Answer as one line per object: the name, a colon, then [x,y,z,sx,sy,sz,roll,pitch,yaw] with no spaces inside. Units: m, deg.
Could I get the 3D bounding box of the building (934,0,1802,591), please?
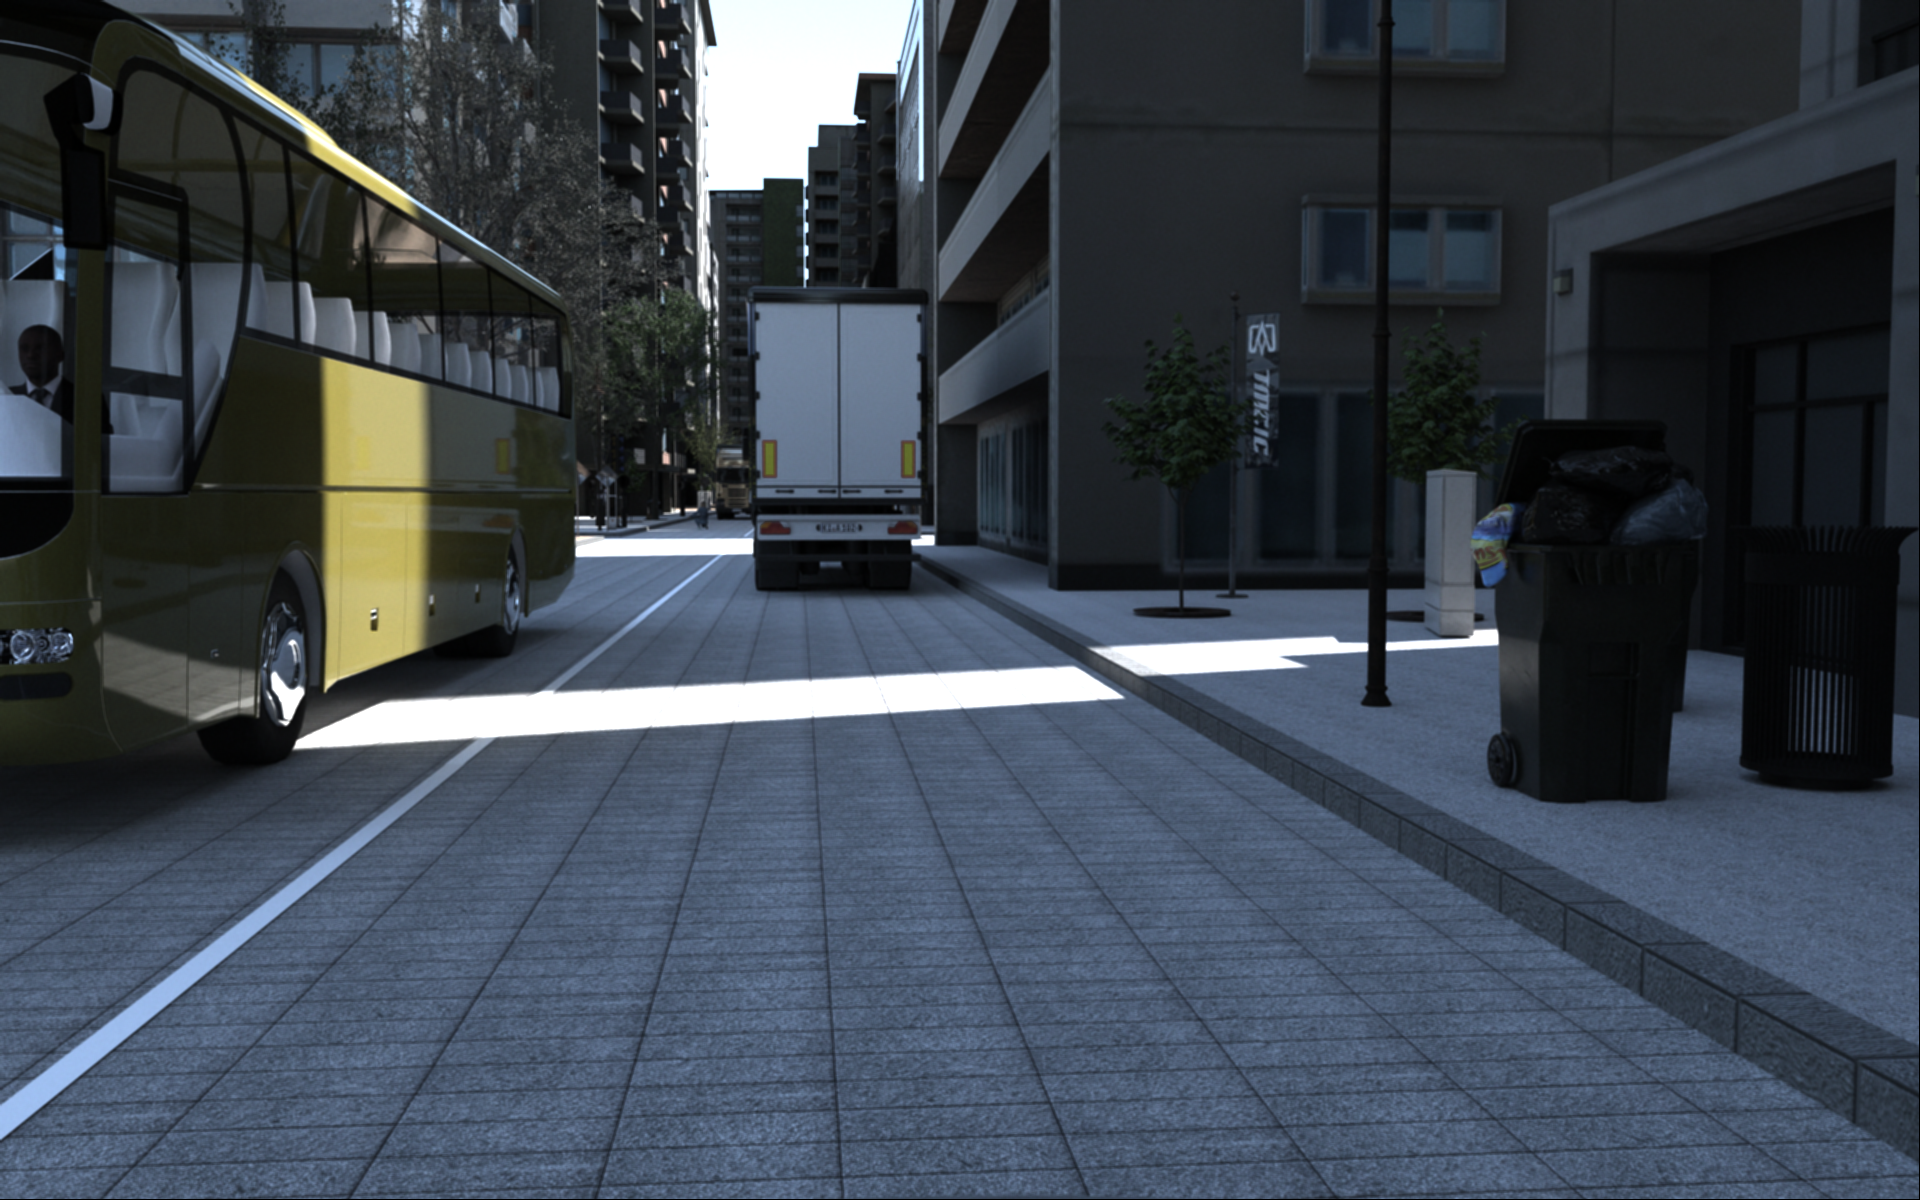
building: [10.925,-25.025,32.861,21.300,48.544,21.600,0,4,-5]

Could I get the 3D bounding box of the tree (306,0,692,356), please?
tree: [-11.683,-8.009,41.312,12.009,13.543,11.850,0,3,0]

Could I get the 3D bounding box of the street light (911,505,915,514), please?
street light: [-1.386,-4.791,51.120,0.468,5.910,1.993,0,4,-5]

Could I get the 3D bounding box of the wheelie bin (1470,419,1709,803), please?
wheelie bin: [2.707,0.032,7.388,0.980,1.594,0.693,0,4,-4]

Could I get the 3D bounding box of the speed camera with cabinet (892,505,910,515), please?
speed camera with cabinet: [-2.782,-5.359,81.953,0.660,3.252,2.038,-1,4,-14]

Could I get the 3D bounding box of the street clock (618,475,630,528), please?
street clock: [-12.871,-3.779,66.362,0.471,2.002,0.358,0,4,-8]

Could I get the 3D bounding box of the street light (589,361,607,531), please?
street light: [-12.594,-5.359,60.399,0.468,5.910,1.993,0,4,-5]

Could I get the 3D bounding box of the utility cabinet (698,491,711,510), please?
utility cabinet: [-19.819,-7.671,134.100,1.173,1.500,0.318,3,5,39]

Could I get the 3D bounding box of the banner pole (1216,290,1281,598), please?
banner pole: [3.553,-1.909,21.224,0.863,3.779,0.401,3,5,40]

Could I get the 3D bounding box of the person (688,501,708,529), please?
person: [-10.617,-3.459,70.558,1.012,1.151,0.738,-2,4,-29]

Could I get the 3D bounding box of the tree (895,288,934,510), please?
tree: [-2.273,-6.868,62.649,4.360,8.622,3.978,0,3,0]

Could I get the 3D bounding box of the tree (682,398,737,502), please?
tree: [-19.251,-11.014,130.441,4.737,8.622,4.395,0,3,0]

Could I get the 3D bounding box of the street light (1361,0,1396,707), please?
street light: [2.529,-2.297,10.345,0.468,5.910,1.993,0,4,-5]

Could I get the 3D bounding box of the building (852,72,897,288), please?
building: [0.091,-32.136,180.055,22.147,44.769,28.867,0,4,-5]

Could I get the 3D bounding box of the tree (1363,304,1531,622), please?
tree: [4.980,-1.412,17.694,1.663,3.219,1.824,0,3,0]

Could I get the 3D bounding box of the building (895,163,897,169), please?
building: [3.501,-19.593,107.729,14.401,28.519,23.554,0,4,-5]

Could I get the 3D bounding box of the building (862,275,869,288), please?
building: [5.016,-18.788,152.228,27.650,21.520,28.899,0,4,-5]

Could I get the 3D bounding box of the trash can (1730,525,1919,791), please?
trash can: [3.805,0.243,7.677,0.748,1.137,0.748,0,3,0]

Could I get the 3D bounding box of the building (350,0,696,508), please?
building: [-35.164,-32.261,147.075,23.786,49.044,30.456,0,4,-5]

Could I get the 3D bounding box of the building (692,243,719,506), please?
building: [-34.923,-26.179,199.734,14.107,30.474,14.160,0,4,-5]

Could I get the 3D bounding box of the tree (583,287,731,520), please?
tree: [-14.928,-9.765,85.412,9.928,11.665,9.643,0,3,0]

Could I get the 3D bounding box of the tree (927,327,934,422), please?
tree: [-2.521,-7.251,68.924,4.737,8.622,4.395,0,3,0]

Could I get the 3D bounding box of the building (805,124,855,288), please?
building: [-9.686,-37.134,230.840,21.600,48.544,21.300,0,4,-5]

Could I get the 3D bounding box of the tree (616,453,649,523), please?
tree: [-14.722,-5.099,77.976,1.663,3.219,1.824,0,3,0]

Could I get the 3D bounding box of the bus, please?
bus: [-4.983,-1.272,12.346,2.896,3.916,12.252,0,4,-3]

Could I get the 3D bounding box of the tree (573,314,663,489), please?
tree: [-14.544,-7.352,70.560,4.360,8.622,3.978,0,3,0]

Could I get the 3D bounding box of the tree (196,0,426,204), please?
tree: [-9.409,-4.564,24.991,4.360,8.622,3.978,0,3,0]

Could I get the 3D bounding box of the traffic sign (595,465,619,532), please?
traffic sign: [-12.057,-3.399,59.210,0.795,2.450,0.064,0,4,-5]

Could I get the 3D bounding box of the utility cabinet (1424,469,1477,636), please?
utility cabinet: [4.512,-0.443,15.928,0.318,1.500,1.173,1,4,8]

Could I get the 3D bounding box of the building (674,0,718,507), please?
building: [-39.492,-35.902,176.230,28.713,52.752,27.495,0,4,-5]

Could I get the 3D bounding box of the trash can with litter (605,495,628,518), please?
trash can with litter: [-19.071,-5.123,94.813,2.233,1.210,1.678,0,4,-3]

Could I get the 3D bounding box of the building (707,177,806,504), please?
building: [-27.126,-33.170,225.916,14.086,41.232,14.154,0,4,-5]

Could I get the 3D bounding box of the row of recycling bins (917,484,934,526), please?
row of recycling bins: [-1.267,-3.971,72.037,1.069,1.692,3.534,0,4,0]

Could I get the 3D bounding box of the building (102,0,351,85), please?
building: [-30.511,-27.732,73.025,23.786,49.044,30.456,0,4,-5]

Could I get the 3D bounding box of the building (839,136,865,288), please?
building: [-7.032,-31.668,201.372,14.154,41.232,14.086,0,4,-5]

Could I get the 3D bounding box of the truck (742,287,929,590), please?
truck: [-2.285,-2.460,29.134,2.839,4.237,11.283,0,4,-7]

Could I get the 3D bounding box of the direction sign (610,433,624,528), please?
direction sign: [-12.830,-4.457,64.874,0.379,3.537,0.876,1,4,23]

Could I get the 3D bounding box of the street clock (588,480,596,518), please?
street clock: [-19.436,-5.318,91.511,0.358,2.002,0.471,-2,4,-32]

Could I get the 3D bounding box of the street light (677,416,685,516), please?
street light: [-16.298,-7.846,101.068,0.468,5.910,1.993,0,4,-5]

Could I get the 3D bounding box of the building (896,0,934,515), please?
building: [3.454,-16.386,85.937,12.078,24.808,19.932,0,4,-5]

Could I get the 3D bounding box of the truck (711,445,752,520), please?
truck: [-12.730,-6.820,100.416,2.839,4.237,11.283,0,4,-5]

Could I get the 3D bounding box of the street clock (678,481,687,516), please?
street clock: [-15.888,-5.790,99.240,0.471,2.002,0.358,2,4,28]

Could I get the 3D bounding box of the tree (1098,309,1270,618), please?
tree: [2.229,-1.452,18.349,1.663,3.219,1.824,0,3,0]

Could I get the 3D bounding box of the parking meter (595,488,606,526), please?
parking meter: [-14.317,-3.701,68.929,0.372,1.533,0.369,0,3,0]

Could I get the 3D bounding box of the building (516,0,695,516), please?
building: [-28.781,-27.917,111.069,22.147,44.769,28.867,0,4,-5]

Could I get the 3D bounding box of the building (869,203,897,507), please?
building: [-0.231,-18.240,127.898,12.332,23.373,15.834,0,4,-5]

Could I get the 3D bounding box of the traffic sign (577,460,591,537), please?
traffic sign: [-11.316,-2.912,51.259,0.795,2.450,0.064,0,4,-5]

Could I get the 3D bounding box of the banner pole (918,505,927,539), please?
banner pole: [-1.125,-3.602,48.917,0.401,3.779,0.863,0,4,-5]

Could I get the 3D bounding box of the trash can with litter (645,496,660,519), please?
trash can with litter: [-15.530,-4.653,87.461,0.624,1.170,1.055,0,4,1]

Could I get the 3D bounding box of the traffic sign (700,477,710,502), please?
traffic sign: [-18.470,-7.669,125.500,0.768,2.556,0.104,0,4,2]

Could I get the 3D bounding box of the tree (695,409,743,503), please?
tree: [-20.984,-12.250,150.644,4.360,8.622,3.978,0,3,0]

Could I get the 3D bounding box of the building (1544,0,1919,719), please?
building: [16.114,-34.570,3.475,20.563,71.187,20.611,0,4,-5]

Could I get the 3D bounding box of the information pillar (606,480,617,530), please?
information pillar: [-12.535,-3.533,62.258,0.304,2.012,0.304,-2,4,-26]

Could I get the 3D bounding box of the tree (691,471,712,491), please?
tree: [-20.351,-8.771,138.003,1.663,3.219,1.824,0,3,0]
